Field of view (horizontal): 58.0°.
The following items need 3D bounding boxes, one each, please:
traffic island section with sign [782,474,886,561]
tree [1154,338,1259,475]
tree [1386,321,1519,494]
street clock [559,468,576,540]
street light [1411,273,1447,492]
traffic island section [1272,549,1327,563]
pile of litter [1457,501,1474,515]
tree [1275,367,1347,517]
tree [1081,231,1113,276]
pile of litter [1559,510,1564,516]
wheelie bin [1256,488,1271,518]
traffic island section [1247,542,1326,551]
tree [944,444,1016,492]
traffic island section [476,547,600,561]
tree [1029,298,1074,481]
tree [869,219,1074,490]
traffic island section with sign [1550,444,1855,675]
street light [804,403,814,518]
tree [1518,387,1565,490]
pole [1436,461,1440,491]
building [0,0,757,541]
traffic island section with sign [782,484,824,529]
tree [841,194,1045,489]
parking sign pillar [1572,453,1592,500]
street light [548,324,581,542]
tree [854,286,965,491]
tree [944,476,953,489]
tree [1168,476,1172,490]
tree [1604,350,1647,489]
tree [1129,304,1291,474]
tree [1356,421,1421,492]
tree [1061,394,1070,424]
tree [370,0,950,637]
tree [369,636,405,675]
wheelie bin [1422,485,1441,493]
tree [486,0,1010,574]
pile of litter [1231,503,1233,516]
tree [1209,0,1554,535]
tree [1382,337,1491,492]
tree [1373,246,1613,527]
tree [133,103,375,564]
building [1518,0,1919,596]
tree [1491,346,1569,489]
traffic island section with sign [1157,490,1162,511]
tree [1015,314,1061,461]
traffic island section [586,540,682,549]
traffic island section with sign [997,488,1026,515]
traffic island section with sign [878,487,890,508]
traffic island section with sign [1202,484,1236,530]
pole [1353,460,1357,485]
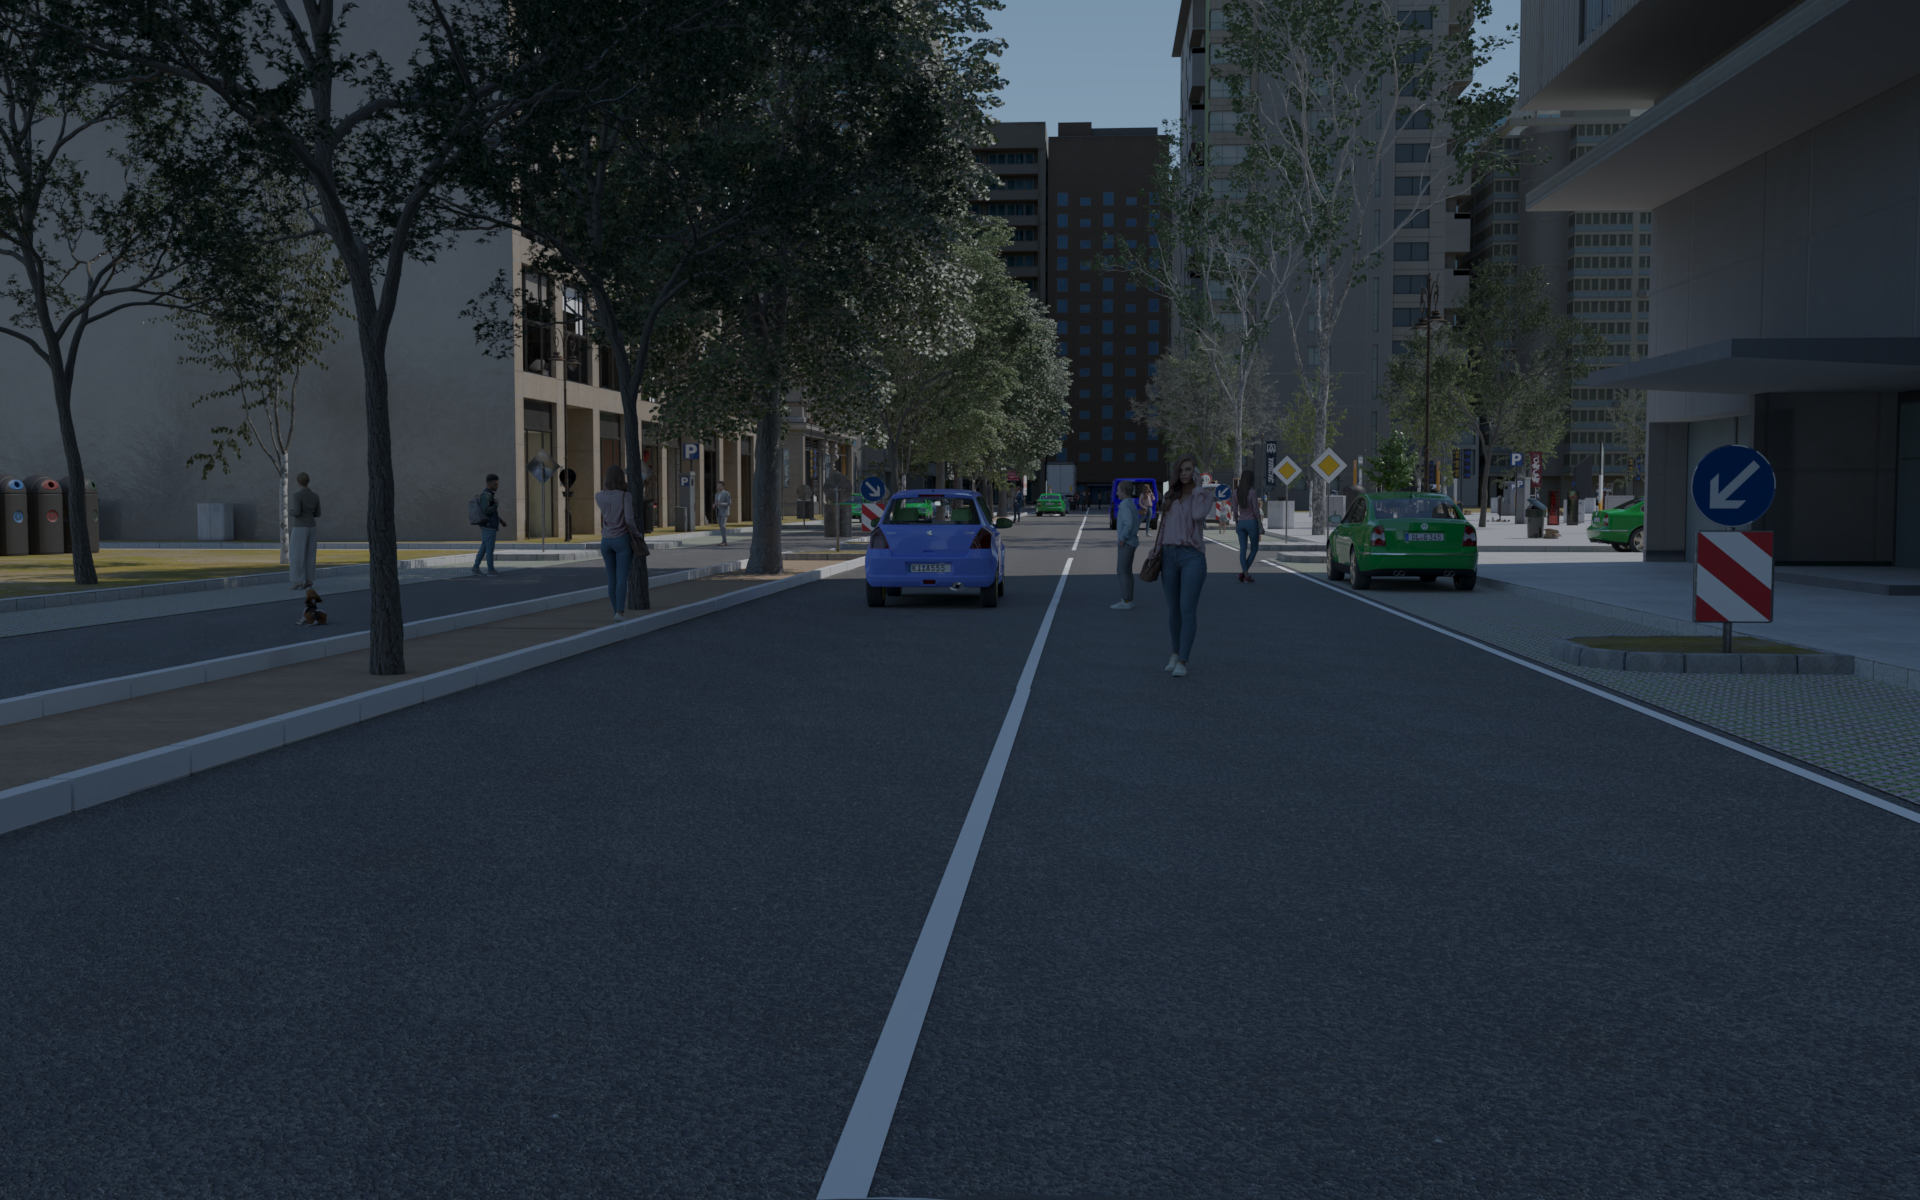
[{"bbox_3d":[-2.775,-1.827,38.013,2.006,1.907,1.989,0,4,4],"label":"traffic island section with sign"},{"bbox_3d":[17.550,-12.610,124.297,7.486,12.596,7.792,0,3,0],"label":"tree"},{"bbox_3d":[20.248,-7.496,72.922,4.737,8.622,4.395,0,3,0],"label":"tree"},{"bbox_3d":[-10.979,-2.688,48.514,0.471,2.002,0.358,-1,4,-15],"label":"street clock"},{"bbox_3d":[9.803,-3.886,36.326,0.468,5.910,1.993,0,4,4],"label":"street light"},{"bbox_3d":[7.863,-0.897,36.954,2.009,0.180,2.903,0,4,4],"label":"traffic island section"},{"bbox_3d":[30.708,-5.601,105.541,1.719,0.858,1.176,-2,4,-31],"label":"pile of litter"},{"bbox_3d":[19.701,-8.982,97.216,4.737,8.622,4.395,0,3,0],"label":"tree"},{"bbox_3d":[12.947,-14.218,88.356,12.611,20.169,13.585,0,3,0],"label":"tree"},{"bbox_3d":[35.668,-5.391,102.113,1.719,0.858,1.176,0,4,7],"label":"pile of litter"},{"bbox_3d":[16.017,-5.128,91.758,0.693,1.594,0.980,-2,4,-33],"label":"wheelie bin"},{"bbox_3d":[8.479,-1.384,44.916,2.009,0.180,2.903,0,4,4],"label":"traffic island section"},{"bbox_3d":[1.412,-8.586,93.195,4.737,8.622,4.395,0,3,0],"label":"tree"},{"bbox_3d":[-9.227,-0.978,38.275,2.009,0.180,2.903,0,4,4],"label":"traffic island section"},{"bbox_3d":[2.632,-12.168,108.053,9.857,13.997,8.962,0,3,0],"label":"tree"},{"bbox_3d":[-0.094,-9.323,71.897,9.611,12.733,9.660,0,3,0],"label":"tree"},{"bbox_3d":[6.144,-0.369,14.657,1.989,1.847,2.006,0,4,4],"label":"traffic island section with sign"},{"bbox_3d":[-7.435,-6.962,86.610,0.468,5.910,1.993,0,4,4],"label":"street light"},{"bbox_3d":[36.286,-9.780,110.257,4.737,8.622,4.395,0,3,0],"label":"tree"},{"bbox_3d":[29.712,-6.960,107.635,0.158,3.312,0.155,0,3,0],"label":"pole"},{"bbox_3d":[-20.394,-15.888,64.286,19.350,26.468,34.151,0,4,4],"label":"building"},{"bbox_3d":[-6.385,-3.799,70.741,1.989,1.847,2.006,0,4,4],"label":"traffic island section with sign"},{"bbox_3d":[-0.796,-8.729,63.298,7.486,12.596,7.792,0,3,0],"label":"tree"},{"bbox_3d":[41.254,-7.734,114.925,1.447,3.967,1.447,-1,4,-20],"label":"parking sign pillar"},{"bbox_3d":[-10.585,-4.508,46.498,0.468,5.910,1.993,0,4,4],"label":"street light"},{"bbox_3d":[-1.827,-6.273,55.391,4.360,8.622,3.978,0,3,0],"label":"tree"},{"bbox_3d":[-1.322,-11.447,181.764,1.663,3.219,1.824,0,3,0],"label":"tree"},{"bbox_3d":[19.637,-10.126,160.165,1.663,3.219,1.824,0,3,0],"label":"tree"},{"bbox_3d":[33.627,-8.208,84.569,4.360,8.622,3.978,0,3,0],"label":"tree"},{"bbox_3d":[16.103,-12.366,112.558,12.009,13.543,11.850,0,3,0],"label":"tree"},{"bbox_3d":[11.366,-3.143,45.988,1.663,3.219,1.824,0,3,0],"label":"tree"},{"bbox_3d":[1.368,-9.174,86.863,8.767,10.594,7.601,0,4,4],"label":"tree"},{"bbox_3d":[-3.917,-5.171,21.419,8.767,10.594,7.601,0,4,4],"label":"tree"},{"bbox_3d":[-4.488,-4.702,13.753,8.767,10.594,7.601,0,4,4],"label":"tree"},{"bbox_3d":[16.520,-3.247,60.992,0.693,1.594,0.980,0,4,-4],"label":"wheelie bin"},{"bbox_3d":[-3.506,-7.442,30.788,9.857,13.997,8.962,0,3,0],"label":"tree"},{"bbox_3d":[16.252,-5.453,103.127,1.719,0.858,1.176,-3,5,-41],"label":"pile of litter"},{"bbox_3d":[12.012,-12.160,54.703,12.611,20.169,13.585,0,3,0],"label":"tree"},{"bbox_3d":[21.110,-7.847,78.654,4.360,8.622,3.978,0,3,0],"label":"tree"},{"bbox_3d":[20.076,-8.054,66.093,8.767,10.594,7.601,0,4,4],"label":"tree"},{"bbox_3d":[-12.647,-4.984,31.853,4.360,8.622,3.978,0,3,0],"label":"tree"},{"bbox_3d":[23.111,-26.246,18.354,28.713,52.752,27.495,0,4,4],"label":"building"},{"bbox_3d":[28.059,-8.283,85.796,4.360,8.622,3.978,0,3,0],"label":"tree"},{"bbox_3d":[16.323,-8.425,146.369,1.989,1.847,2.006,0,4,4],"label":"traffic island section with sign"},{"bbox_3d":[-1.709,-6.846,48.802,8.767,10.594,7.601,0,4,4],"label":"tree"},{"bbox_3d":[-8.612,-1.465,46.236,2.009,0.180,2.903,0,4,4],"label":"traffic island section"},{"bbox_3d":[3.585,-6.861,120.314,2.006,1.907,1.989,0,4,4],"label":"traffic island section with sign"},{"bbox_3d":[-4.291,-5.455,97.813,1.989,1.847,2.006,0,4,4],"label":"traffic island section with sign"},{"bbox_3d":[10.383,-3.719,69.441,1.989,1.847,2.006,0,4,4],"label":"traffic island section with sign"},{"bbox_3d":[23.577,-6.703,103.437,0.158,3.312,0.155,0,3,0],"label":"pole"}]
